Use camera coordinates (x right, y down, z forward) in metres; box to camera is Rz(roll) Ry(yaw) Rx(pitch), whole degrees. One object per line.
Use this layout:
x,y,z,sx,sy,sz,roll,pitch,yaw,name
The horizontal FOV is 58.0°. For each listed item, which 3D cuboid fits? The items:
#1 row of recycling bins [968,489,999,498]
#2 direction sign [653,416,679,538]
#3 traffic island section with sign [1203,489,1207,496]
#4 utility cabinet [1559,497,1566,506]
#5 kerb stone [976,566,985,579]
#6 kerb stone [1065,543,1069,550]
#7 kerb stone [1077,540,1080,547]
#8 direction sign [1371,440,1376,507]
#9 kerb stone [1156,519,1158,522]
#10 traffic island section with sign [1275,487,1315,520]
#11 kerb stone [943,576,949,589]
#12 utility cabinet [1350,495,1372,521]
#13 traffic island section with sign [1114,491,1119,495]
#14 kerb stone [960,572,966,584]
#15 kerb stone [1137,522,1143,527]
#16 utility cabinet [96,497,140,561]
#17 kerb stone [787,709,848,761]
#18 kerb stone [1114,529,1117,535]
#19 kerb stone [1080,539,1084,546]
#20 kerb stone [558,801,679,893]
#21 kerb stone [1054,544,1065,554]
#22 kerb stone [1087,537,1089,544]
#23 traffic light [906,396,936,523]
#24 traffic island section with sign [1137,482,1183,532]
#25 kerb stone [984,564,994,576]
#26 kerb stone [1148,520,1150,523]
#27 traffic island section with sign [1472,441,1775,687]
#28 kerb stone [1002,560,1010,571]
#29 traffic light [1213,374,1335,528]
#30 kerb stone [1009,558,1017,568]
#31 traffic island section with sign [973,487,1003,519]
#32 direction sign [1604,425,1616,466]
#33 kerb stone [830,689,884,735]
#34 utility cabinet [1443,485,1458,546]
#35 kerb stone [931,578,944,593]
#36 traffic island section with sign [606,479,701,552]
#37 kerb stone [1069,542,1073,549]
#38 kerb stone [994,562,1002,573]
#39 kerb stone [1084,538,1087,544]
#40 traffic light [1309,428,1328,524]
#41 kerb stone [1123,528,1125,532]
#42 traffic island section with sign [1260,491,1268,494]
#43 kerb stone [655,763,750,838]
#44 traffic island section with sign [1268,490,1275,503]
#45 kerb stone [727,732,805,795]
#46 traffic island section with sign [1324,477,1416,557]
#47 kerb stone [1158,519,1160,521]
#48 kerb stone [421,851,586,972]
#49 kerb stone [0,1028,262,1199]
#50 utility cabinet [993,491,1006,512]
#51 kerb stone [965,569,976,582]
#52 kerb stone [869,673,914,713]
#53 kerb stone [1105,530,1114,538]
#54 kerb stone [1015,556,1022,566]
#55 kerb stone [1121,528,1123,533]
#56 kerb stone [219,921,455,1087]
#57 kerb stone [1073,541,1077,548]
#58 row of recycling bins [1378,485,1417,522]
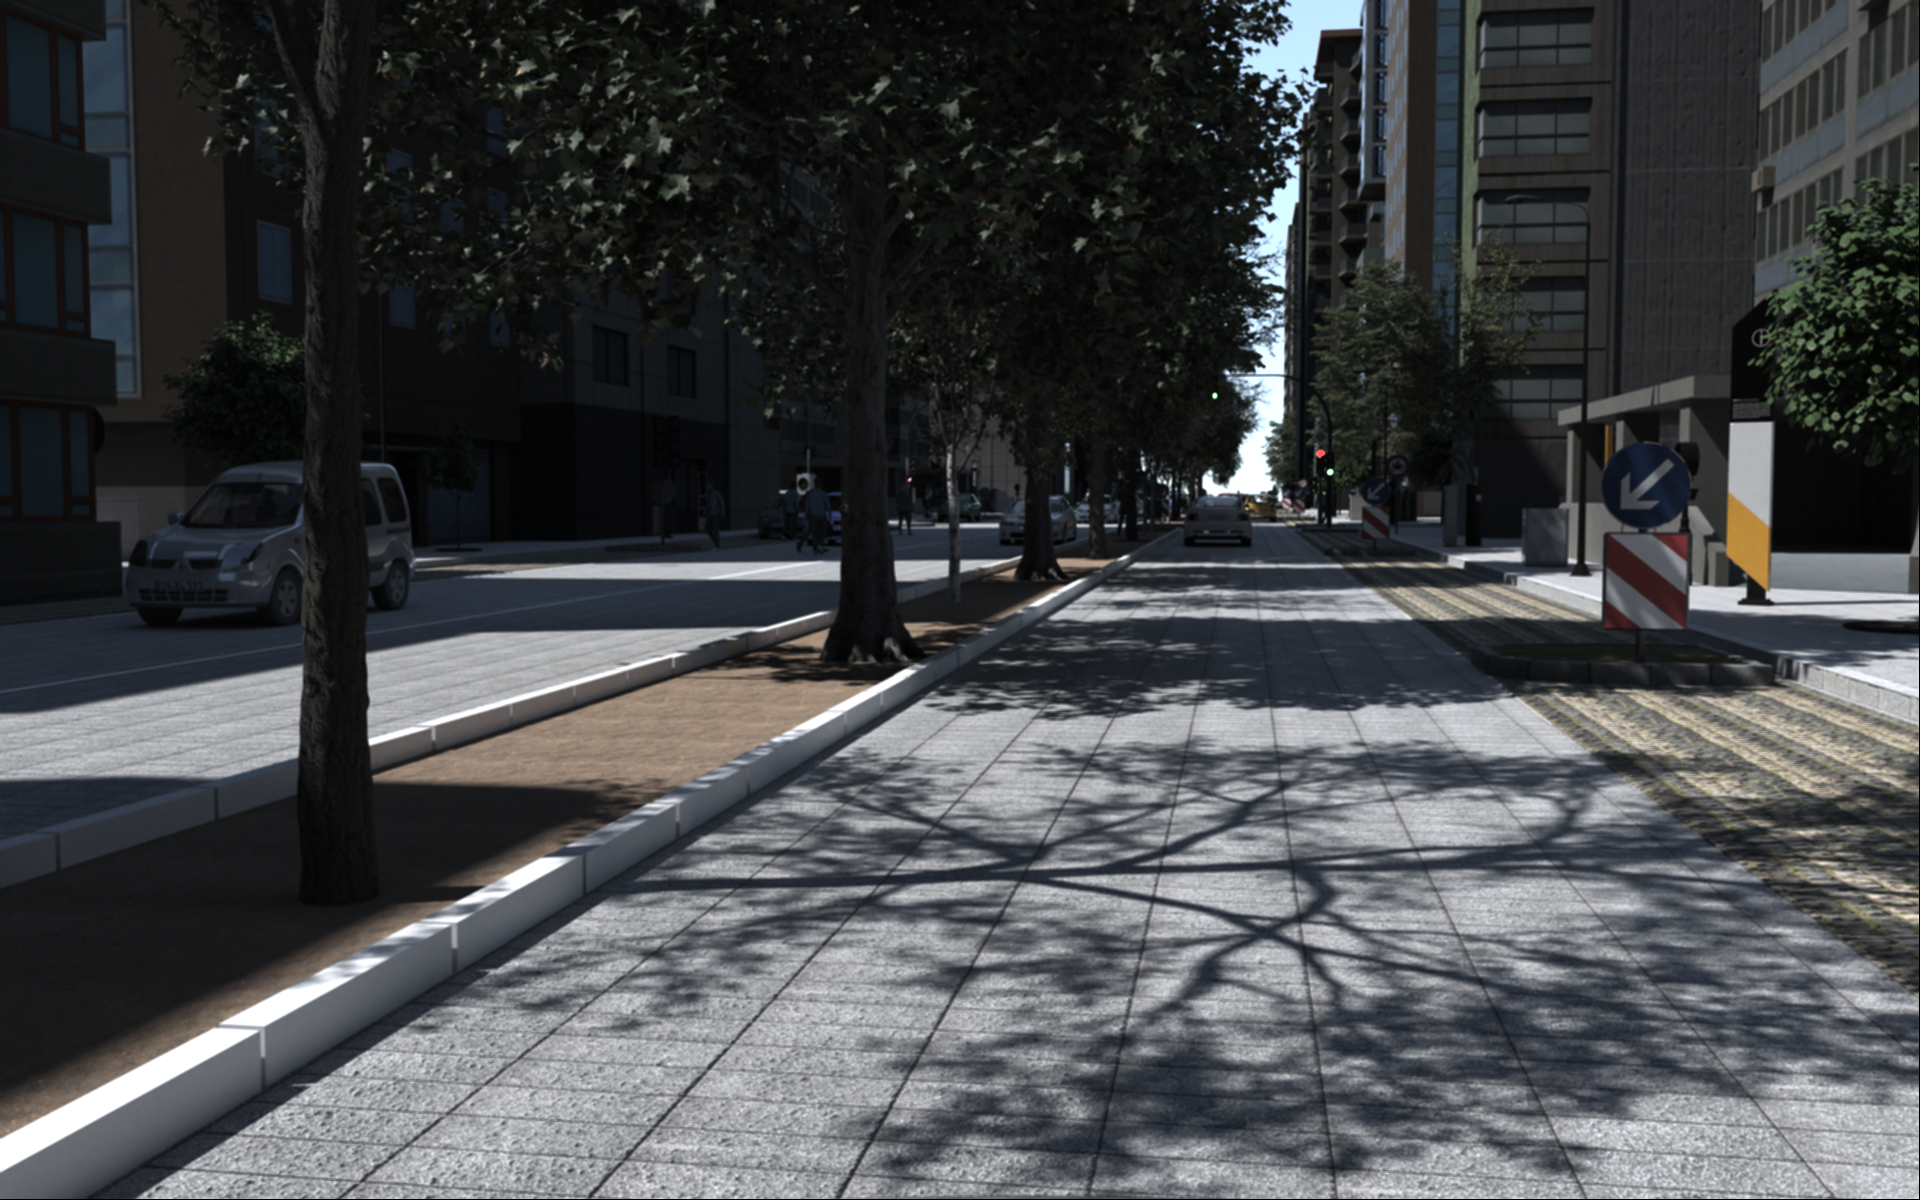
1.623,-7.909,136.424,3.534,1.692,1.069,-3,4,-36,row of recycling bins
-8.532,-3.568,50.331,0.876,3.537,0.379,2,4,24,direction sign
20.777,-8.574,148.317,2.006,1.907,1.989,1,4,9,traffic island section with sign
15.296,-1.937,42.824,1.020,1.237,0.306,-2,4,-25,utility cabinet
0.249,-0.435,29.307,0.120,0.150,1.000,1,4,9,kerb stone
2.567,-1.300,43.465,0.120,0.150,1.000,1,4,9,kerb stone
3.055,-1.487,46.514,0.120,0.150,1.000,1,4,9,kerb stone
17.560,-4.988,73.548,0.379,3.537,0.876,1,4,23,direction sign
9.780,-3.995,87.519,0.120,0.150,1.000,1,4,9,kerb stone
18.540,-5.309,95.428,1.989,1.847,2.006,1,4,9,traffic island section with sign
-0.251,-0.250,26.282,0.120,0.150,1.000,1,4,9,kerb stone
19.214,-4.391,82.948,1.020,1.237,0.306,0,4,2,utility cabinet
18.266,-11.805,201.640,1.989,1.847,2.006,1,4,9,traffic island section with sign
-0.082,-0.312,27.290,0.120,0.150,1.000,1,4,9,kerb stone
8.124,-3.377,77.427,0.120,0.150,1.000,1,4,9,kerb stone
-16.166,-1.335,32.986,0.306,1.237,1.020,2,4,28,utility cabinet
-0.819,0.766,9.740,0.120,0.150,1.000,1,4,9,kerb stone
5.221,-2.292,59.675,0.120,0.150,1.000,1,4,9,kerb stone
3.228,-1.549,47.529,0.120,0.150,1.000,1,4,9,kerb stone
-1.319,0.953,6.711,0.120,0.150,1.000,1,4,9,kerb stone
2.400,-1.238,42.452,0.120,0.150,1.000,1,4,9,kerb stone
3.563,-1.673,49.553,0.120,0.150,1.000,1,4,9,kerb stone
-0.128,-6.188,75.840,4.771,5.953,1.251,1,4,9,traffic light
7.450,-3.591,66.851,2.006,1.907,1.989,1,4,9,traffic island section with sign
0.413,-0.497,30.324,0.120,0.150,1.000,1,4,9,kerb stone
8.622,-3.560,80.452,0.120,0.150,1.000,1,4,9,kerb stone
5.204,-0.322,13.891,1.989,1.847,2.006,1,4,9,traffic island section with sign
0.752,-0.619,32.341,0.120,0.150,1.000,1,4,9,kerb stone
11.858,-5.564,65.633,4.771,5.953,1.251,1,4,9,traffic light
0.918,-0.678,33.354,0.120,0.150,1.000,1,4,9,kerb stone
1.425,-5.508,98.686,1.989,1.847,2.006,1,4,9,traffic island section with sign
18.124,-3.451,48.416,0.876,3.537,0.379,1,4,13,direction sign
-0.652,0.700,10.748,0.120,0.150,1.000,1,4,9,kerb stone
12.039,-2.073,42.567,0.318,1.500,1.173,1,4,14,utility cabinet
-0.414,-0.188,25.272,0.120,0.150,1.000,1,4,9,kerb stone
-7.601,-2.131,43.467,1.989,1.847,2.006,1,4,9,traffic island section with sign
2.736,-1.363,44.479,0.120,0.150,1.000,1,4,9,kerb stone
0.591,-0.557,31.332,0.120,0.150,1.000,1,4,9,kerb stone
3.396,-1.607,48.538,0.120,0.150,1.000,1,4,9,kerb stone
15.226,-5.162,73.318,0.839,4.253,0.868,1,4,9,traffic light
5.882,-2.540,63.720,0.120,0.150,1.000,1,4,9,kerb stone
31.109,-10.006,172.225,1.989,1.847,2.006,1,4,9,traffic island section with sign
-1.147,0.889,7.719,0.120,0.150,1.000,1,4,9,kerb stone
23.002,-6.976,122.681,1.989,1.847,2.006,1,4,9,traffic island section with sign
-0.979,0.824,8.730,0.120,0.150,1.000,1,4,9,kerb stone
9.550,-1.949,40.495,1.989,1.847,2.006,1,4,9,traffic island section with sign
10.766,-4.365,93.590,0.120,0.150,1.000,1,4,9,kerb stone
-1.484,1.010,5.689,0.120,0.150,1.000,1,4,9,kerb stone
-1.816,1.136,3.670,0.120,0.150,1.000,1,4,9,kerb stone
2.793,-6.971,122.657,0.318,1.500,1.173,3,4,37,utility cabinet
0.082,-0.373,28.299,0.120,0.150,1.000,1,4,9,kerb stone
-0.484,0.638,11.761,0.120,0.150,1.000,1,4,9,kerb stone
5.049,-2.228,58.664,0.120,0.150,1.000,1,4,9,kerb stone
1.079,-0.741,34.367,0.120,0.150,1.000,1,4,9,kerb stone
5.715,-2.478,62.706,0.120,0.150,1.000,1,4,9,kerb stone
-1.654,1.071,4.680,0.120,0.150,1.000,1,4,9,kerb stone
2.903,-1.425,45.487,0.120,0.150,1.000,1,4,9,kerb stone
20.260,-4.479,80.351,1.069,1.692,3.534,2,4,34,row of recycling bins
